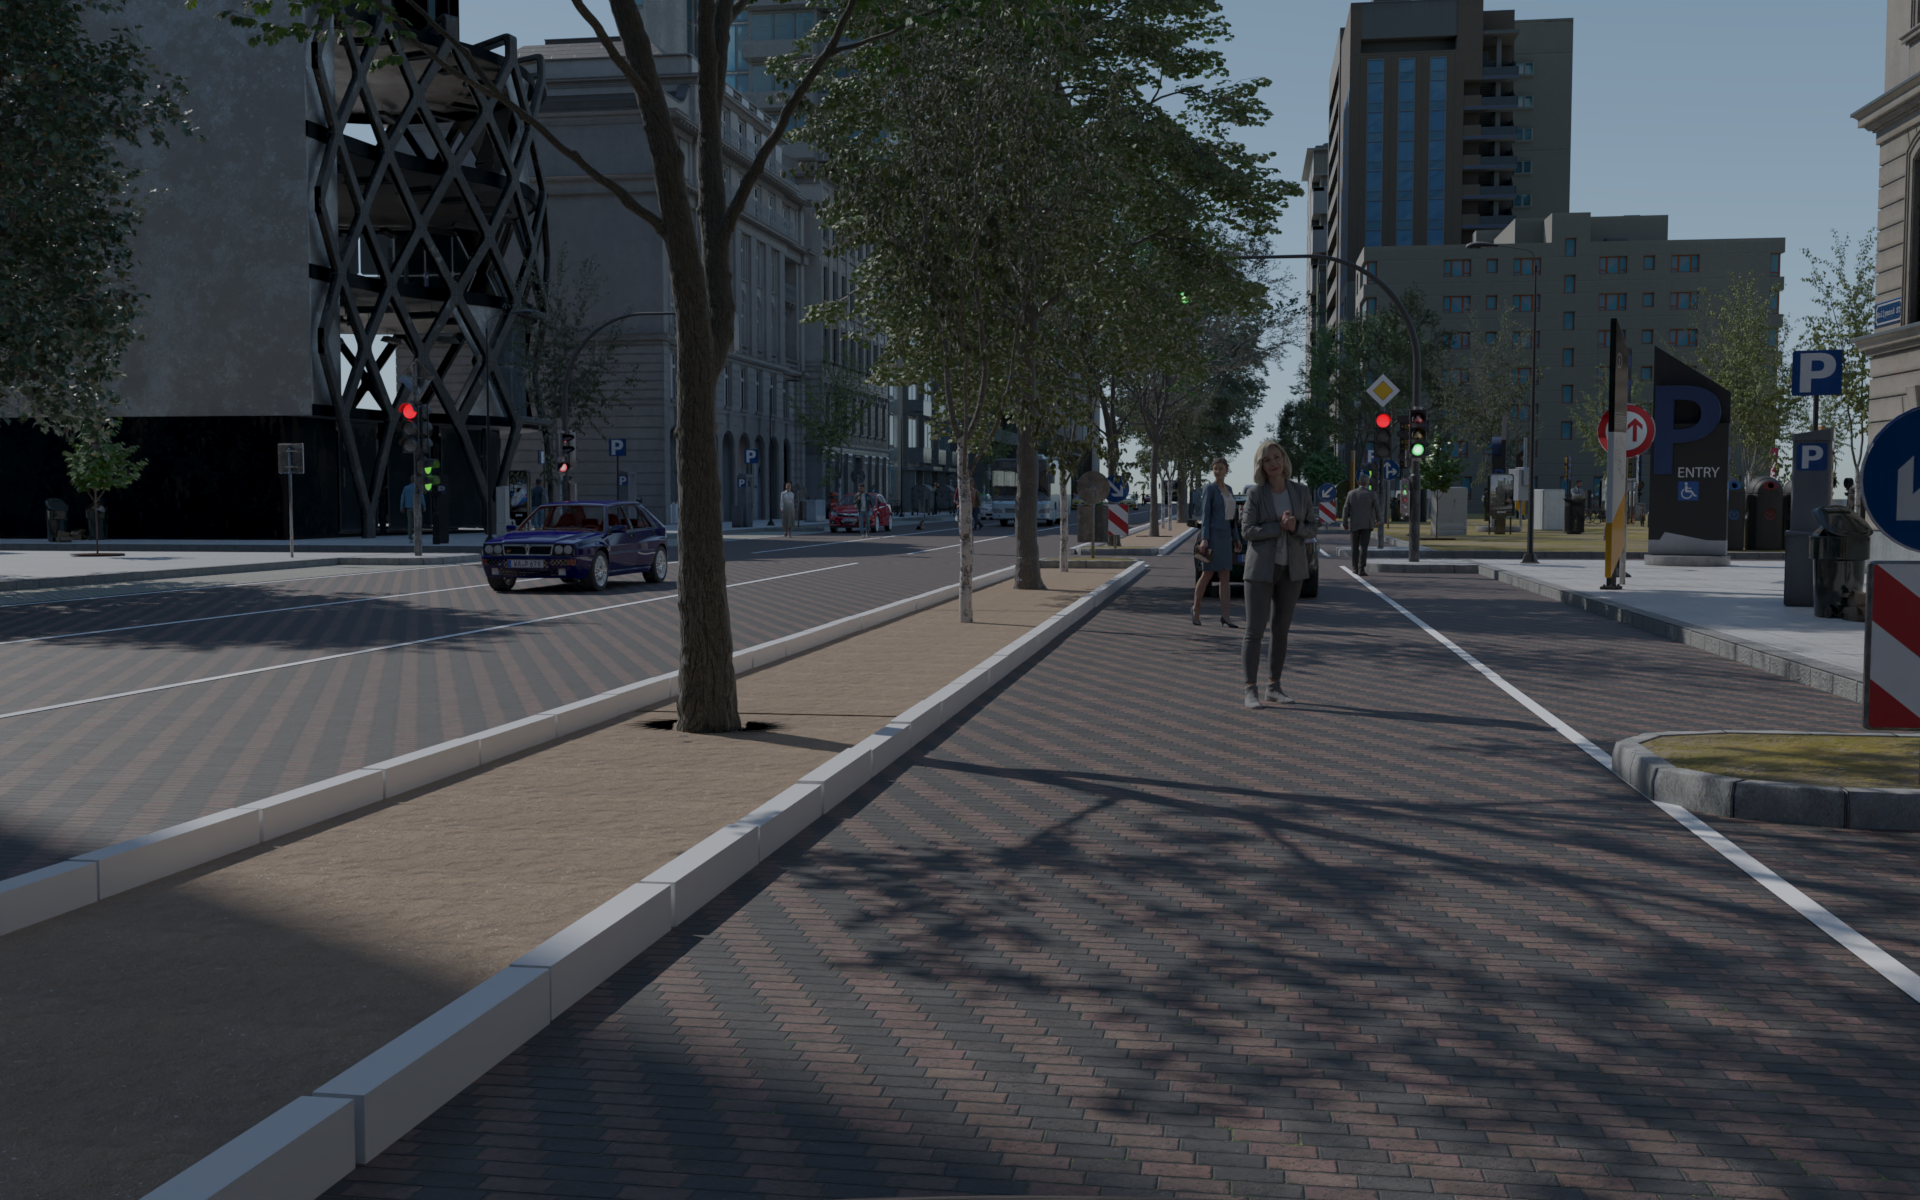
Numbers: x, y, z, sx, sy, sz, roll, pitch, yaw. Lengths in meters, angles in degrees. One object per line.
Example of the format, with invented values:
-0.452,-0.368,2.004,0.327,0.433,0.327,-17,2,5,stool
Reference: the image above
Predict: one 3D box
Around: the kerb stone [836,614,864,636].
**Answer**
-1.177,0.275,17.697,0.120,0.150,1.000,1,4,9,kerb stone

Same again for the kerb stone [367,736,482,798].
-2.659,0.832,8.592,0.120,0.150,1.000,1,4,9,kerb stone

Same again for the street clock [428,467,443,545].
-13.325,-2.413,44.022,0.358,2.002,0.471,-1,4,-15,street clock

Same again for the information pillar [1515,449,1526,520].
27.960,-5.809,86.327,0.504,3.616,0.183,0,4,4,information pillar

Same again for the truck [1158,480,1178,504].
29.441,-14.955,240.439,3.469,3.379,9.791,1,4,9,truck

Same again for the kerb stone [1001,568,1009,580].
0.649,-0.407,28.854,0.120,0.150,1.000,1,4,9,kerb stone

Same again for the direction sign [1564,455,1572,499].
35.526,-6.683,101.268,0.379,3.537,0.876,0,4,-7,direction sign

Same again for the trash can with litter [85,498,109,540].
-24.251,-2.249,48.160,1.055,1.170,0.624,-1,4,-8,trash can with litter

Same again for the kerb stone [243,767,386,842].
-2.828,0.897,7.584,0.120,0.150,1.000,1,4,9,kerb stone

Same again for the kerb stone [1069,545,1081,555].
2.721,-1.176,41.508,0.120,0.150,1.000,1,4,9,kerb stone

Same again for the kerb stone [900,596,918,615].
-0.680,0.090,20.732,0.120,0.150,1.000,1,4,9,kerb stone

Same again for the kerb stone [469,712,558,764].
-2.495,0.775,9.601,0.120,0.150,1.000,1,4,9,kerb stone

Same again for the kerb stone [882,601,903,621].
-0.839,0.152,19.722,0.120,0.150,1.000,1,4,9,kerb stone

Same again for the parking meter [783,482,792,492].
-7.999,-4.572,80.458,0.255,1.863,0.399,2,4,33,parking meter

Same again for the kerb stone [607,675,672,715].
-2.171,0.647,11.623,0.120,0.150,1.000,1,4,9,kerb stone

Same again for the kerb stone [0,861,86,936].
-3.153,1.019,5.563,0.120,0.150,1.000,1,4,9,kerb stone

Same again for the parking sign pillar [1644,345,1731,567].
13.112,-2.608,31.112,1.447,3.967,1.447,2,4,28,parking sign pillar

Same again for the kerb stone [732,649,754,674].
-1.839,0.523,13.651,0.120,0.150,1.000,1,4,9,kerb stone

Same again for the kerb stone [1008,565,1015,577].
0.816,-0.464,29.863,0.120,0.150,1.000,1,4,9,kerb stone

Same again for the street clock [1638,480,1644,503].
35.685,-5.287,91.007,0.471,2.002,0.358,1,4,18,street clock

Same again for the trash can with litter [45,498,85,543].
-23.902,-2.123,46.101,1.055,1.170,0.624,3,5,43,trash can with litter

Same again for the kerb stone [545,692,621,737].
-2.328,0.711,10.610,0.120,0.150,1.000,1,4,9,kerb stone

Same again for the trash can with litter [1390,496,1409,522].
20.422,-4.219,80.369,1.055,1.170,0.624,-1,4,-19,trash can with litter

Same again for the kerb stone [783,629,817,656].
-1.497,0.400,15.667,0.120,0.150,1.000,1,4,9,kerb stone

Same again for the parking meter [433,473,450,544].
-13.411,-2.393,44.837,0.399,1.863,0.255,-1,4,-20,parking meter

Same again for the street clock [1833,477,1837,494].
34.982,-3.983,69.689,0.471,2.002,0.358,3,5,39,street clock

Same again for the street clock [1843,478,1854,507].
39.158,-4.391,76.363,0.358,2.002,0.471,0,4,-1,street clock

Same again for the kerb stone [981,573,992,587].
0.319,-0.284,26.834,0.120,0.150,1.000,1,4,9,kerb stone

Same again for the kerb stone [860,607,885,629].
-0.999,0.213,18.712,0.120,0.150,1.000,1,4,9,kerb stone

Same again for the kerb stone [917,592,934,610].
-0.506,0.030,21.739,0.120,0.150,1.000,1,4,9,kerb stone

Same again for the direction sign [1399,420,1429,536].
13.848,-3.725,52.894,0.876,3.537,0.379,2,4,32,direction sign

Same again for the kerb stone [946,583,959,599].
-0.177,-0.096,23.771,0.120,0.150,1.000,1,4,9,kerb stone

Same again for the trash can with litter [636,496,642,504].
-13.118,-3.503,68.333,2.233,1.210,1.678,1,4,12,trash can with litter

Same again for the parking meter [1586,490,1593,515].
37.963,-5.874,104.456,0.372,1.533,0.369,0,3,0,parking meter

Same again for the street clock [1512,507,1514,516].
32.500,-5.948,101.824,0.471,2.002,0.358,1,4,9,street clock

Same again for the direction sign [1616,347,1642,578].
10.181,-2.121,26.681,0.379,3.537,0.876,2,4,35,direction sign

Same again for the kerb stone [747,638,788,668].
-1.666,0.461,14.658,0.120,0.150,1.000,1,4,9,kerb stone

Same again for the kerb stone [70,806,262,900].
-2.994,0.956,6.573,0.120,0.150,1.000,1,4,9,kerb stone

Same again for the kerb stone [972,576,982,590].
0.157,-0.221,25.814,0.120,0.150,1.000,1,4,9,kerb stone

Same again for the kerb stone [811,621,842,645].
-1.335,0.338,16.684,0.120,0.150,1.000,1,4,9,kerb stone

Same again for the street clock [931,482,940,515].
-1.532,-6.324,107.966,0.471,2.002,0.358,-1,4,-23,street clock

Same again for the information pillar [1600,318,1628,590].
8.813,-1.951,23.254,0.183,3.616,0.504,3,5,40,information pillar

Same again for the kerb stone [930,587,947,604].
-0.341,-0.034,22.751,0.120,0.150,1.000,1,4,9,kerb stone

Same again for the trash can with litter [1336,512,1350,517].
21.721,-5.294,97.951,1.055,1.170,0.624,3,4,36,trash can with litter

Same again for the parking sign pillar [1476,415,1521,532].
18.248,-4.288,58.588,1.447,3.967,1.447,1,4,18,parking sign pillar

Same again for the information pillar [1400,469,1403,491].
26.586,-6.912,104.359,0.183,3.616,0.504,2,4,27,information pillar

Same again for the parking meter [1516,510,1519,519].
29.411,-5.047,90.925,0.372,1.533,0.369,0,3,0,parking meter

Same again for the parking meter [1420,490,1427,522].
21.233,-4.347,79.478,0.372,1.533,0.369,0,3,0,parking meter

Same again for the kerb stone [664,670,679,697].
-2.003,0.589,12.633,0.120,0.150,1.000,1,4,9,kerb stone

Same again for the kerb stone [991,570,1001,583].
0.488,-0.345,27.842,0.120,0.150,1.000,1,4,9,kerb stone
